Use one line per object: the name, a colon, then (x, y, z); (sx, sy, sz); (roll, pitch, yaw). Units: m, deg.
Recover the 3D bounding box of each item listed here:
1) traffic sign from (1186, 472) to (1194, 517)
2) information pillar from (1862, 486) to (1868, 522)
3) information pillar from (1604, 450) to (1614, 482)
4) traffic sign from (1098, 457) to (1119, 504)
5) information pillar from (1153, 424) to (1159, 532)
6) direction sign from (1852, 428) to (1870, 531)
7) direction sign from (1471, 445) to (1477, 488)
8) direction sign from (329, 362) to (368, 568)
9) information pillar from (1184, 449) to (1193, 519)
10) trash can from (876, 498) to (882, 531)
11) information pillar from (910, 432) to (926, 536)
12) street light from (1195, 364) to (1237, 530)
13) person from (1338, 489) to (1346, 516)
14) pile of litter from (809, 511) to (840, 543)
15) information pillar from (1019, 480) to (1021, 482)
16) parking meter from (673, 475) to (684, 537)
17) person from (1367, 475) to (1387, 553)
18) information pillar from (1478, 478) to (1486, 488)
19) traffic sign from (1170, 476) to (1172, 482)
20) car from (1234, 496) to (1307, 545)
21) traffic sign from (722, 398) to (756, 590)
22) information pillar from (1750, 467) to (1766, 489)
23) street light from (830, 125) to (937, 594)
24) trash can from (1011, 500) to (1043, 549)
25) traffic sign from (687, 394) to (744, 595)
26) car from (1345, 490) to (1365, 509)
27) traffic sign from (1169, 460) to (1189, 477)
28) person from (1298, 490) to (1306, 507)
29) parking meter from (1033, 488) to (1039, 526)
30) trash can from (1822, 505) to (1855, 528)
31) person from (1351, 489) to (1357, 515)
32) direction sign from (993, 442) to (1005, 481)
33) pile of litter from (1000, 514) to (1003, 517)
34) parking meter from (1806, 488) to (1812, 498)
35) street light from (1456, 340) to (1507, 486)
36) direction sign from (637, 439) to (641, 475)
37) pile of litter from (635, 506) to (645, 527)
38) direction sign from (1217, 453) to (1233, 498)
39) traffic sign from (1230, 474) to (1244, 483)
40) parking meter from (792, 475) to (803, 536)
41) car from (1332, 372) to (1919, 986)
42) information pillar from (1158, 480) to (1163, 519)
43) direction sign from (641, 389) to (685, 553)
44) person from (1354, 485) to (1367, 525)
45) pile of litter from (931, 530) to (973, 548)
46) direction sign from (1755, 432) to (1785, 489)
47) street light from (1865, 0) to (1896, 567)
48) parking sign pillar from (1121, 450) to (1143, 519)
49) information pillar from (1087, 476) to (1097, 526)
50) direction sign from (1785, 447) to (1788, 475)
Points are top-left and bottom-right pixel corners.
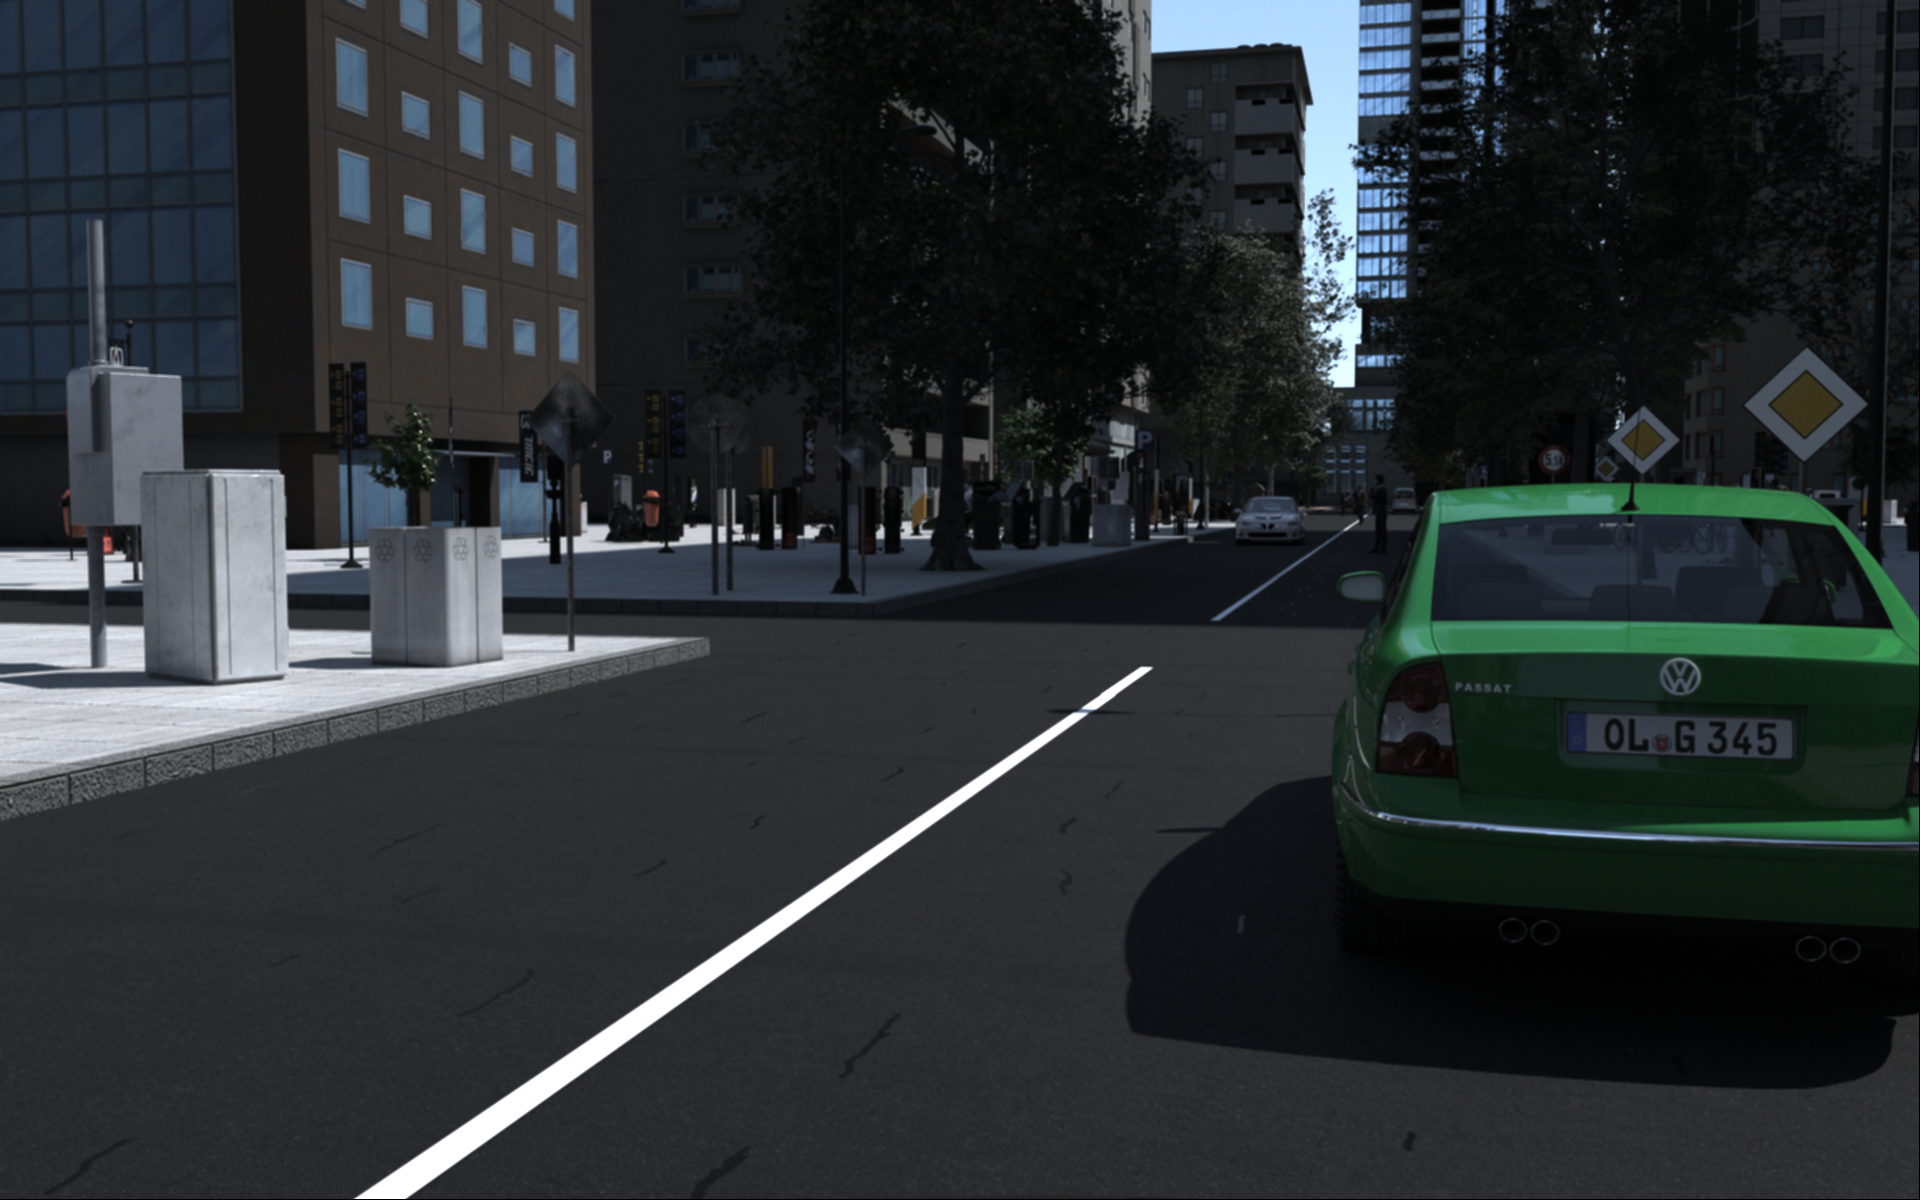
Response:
traffic sign: (11.728, -5.475, 89.620); (0.768, 2.556, 0.104); (1, 4, 17)
information pillar: (41.576, -5.384, 79.376); (0.183, 3.616, 0.504); (-3, 5, -43)
information pillar: (32.362, -5.812, 86.381); (0.504, 3.616, 0.183); (2, 4, 35)
traffic sign: (4.097, -2.796, 47.850); (0.606, 2.300, 0.079); (1, 4, 20)
information pillar: (6.579, -4.071, 57.921); (0.183, 3.616, 0.504); (0, 4, -1)
direction sign: (30.975, -4.124, 59.428); (0.876, 3.537, 0.379); (-1, 4, -17)
direction sign: (23.626, -5.363, 79.682); (0.379, 3.537, 0.876); (2, 4, 32)
direction sign: (-10.571, -2.324, 29.989); (0.876, 3.537, 0.379); (2, 4, 28)
information pillar: (11.694, -5.955, 88.723); (0.504, 3.616, 0.183); (-2, 4, -26)
trash can: (-3.055, -2.932, 59.589); (0.748, 1.137, 0.748); (0, 3, 0)
information pillar: (-1.277, -3.798, 53.457); (0.504, 3.616, 0.183); (2, 4, 32)
street light: (9.212, -5.487, 62.247); (1.470, 5.913, 1.316); (1, 4, 14)
person: (24.868, -6.354, 112.830); (0.568, 1.767, 0.683); (-1, 4, -19)
pile of litter: (-3.100, -1.945, 45.772); (1.719, 0.858, 1.176); (0, 4, 3)
information pillar: (2.831, -5.508, 81.412); (0.183, 3.616, 0.504); (-1, 4, -13)
parking meter: (-8.450, -2.830, 51.987); (0.255, 1.863, 0.399); (-1, 4, -16)
person: (10.100, -2.081, 41.887); (0.474, 1.900, 0.648); (1, 4, 12)
information pillar: (23.411, -4.479, 77.727); (0.304, 2.012, 0.304); (1, 4, 11)
traffic sign: (11.867, -5.796, 94.868); (0.768, 2.556, 0.104); (1, 4, 22)
car: (9.054, -2.326, 50.395); (2.083, 1.381, 4.827); (1, 4, 13)
traffic sign: (-3.072, -1.403, 23.037); (0.768, 2.556, 0.104); (1, 4, 20)
information pillar: (21.851, -2.630, 47.489); (0.304, 2.012, 0.304); (-3, 5, -41)
street light: (-0.971, -3.029, 22.071); (1.470, 5.913, 1.316); (1, 4, 14)
trash can: (1.564, -1.756, 40.369); (0.748, 1.137, 0.748); (0, 3, 0)
traffic sign: (-3.116, -1.338, 21.981); (0.768, 2.556, 0.104); (1, 4, 15)
car: (37.327, -9.510, 164.162); (2.281, 1.827, 5.304); (1, 4, 12)
traffic sign: (8.055, -3.900, 63.875); (0.768, 2.556, 0.104); (1, 4, 19)
person: (34.362, -10.130, 174.214); (0.705, 1.812, 1.348); (-2, 4, -28)
parking meter: (3.168, -3.808, 70.669); (0.372, 1.533, 0.369); (0, 3, 0)
trash can: (11.436, -0.693, 22.984); (0.748, 1.137, 0.748); (0, 3, 0)
person: (27.369, -6.758, 119.507); (1.217, 1.766, 0.721); (-3, 5, -41)
direction sign: (1.624, -4.927, 72.549); (0.379, 3.537, 0.876); (2, 4, 34)
pile of litter: (2.153, -4.325, 84.685); (1.719, 0.858, 1.176); (-1, 4, -14)
parking meter: (36.952, -4.106, 75.544); (0.372, 1.533, 0.369); (0, 3, 0)
street light: (15.758, -4.853, 51.892); (1.470, 5.913, 1.316); (1, 4, 14)
direction sign: (-12.953, -4.850, 71.289); (0.379, 3.537, 0.876); (2, 4, 35)
pile of litter: (-11.419, -3.032, 63.541); (1.176, 0.858, 1.719); (1, 4, 18)
direction sign: (13.653, -5.938, 89.078); (0.876, 3.537, 0.379); (1, 4, 18)
traffic sign: (14.521, -5.558, 90.985); (0.768, 2.556, 0.104); (1, 4, 19)
parking meter: (-5.002, -2.909, 53.273); (0.399, 1.863, 0.255); (0, 4, 1)
car: (2.395, 0.137, 6.561); (1.959, 1.807, 4.718); (1, 4, 15)
information pillar: (10.234, -5.162, 88.883); (0.304, 2.012, 0.304); (-1, 4, -11)
direction sign: (-6.404, -2.794, 37.683); (0.876, 3.537, 0.379); (-2, 4, -25)
person: (18.763, -4.450, 81.164); (0.656, 1.842, 0.836); (1, 4, 21)
pile of litter: (-0.087, -1.701, 41.775); (1.176, 0.858, 1.719); (2, 4, 34)
direction sign: (29.330, -4.338, 62.916); (0.876, 3.537, 0.379); (2, 4, 32)
street light: (5.691, -2.400, 11.788); (1.470, 5.913, 1.316); (1, 4, 14)
parking sign pillar: (9.069, -6.242, 90.534); (1.447, 3.967, 1.447); (1, 4, 13)
information pillar: (5.253, -3.958, 69.199); (0.304, 2.012, 0.304); (2, 4, 34)
direction sign: (34.329, -4.947, 72.877); (0.876, 3.537, 0.379); (2, 4, 33)
